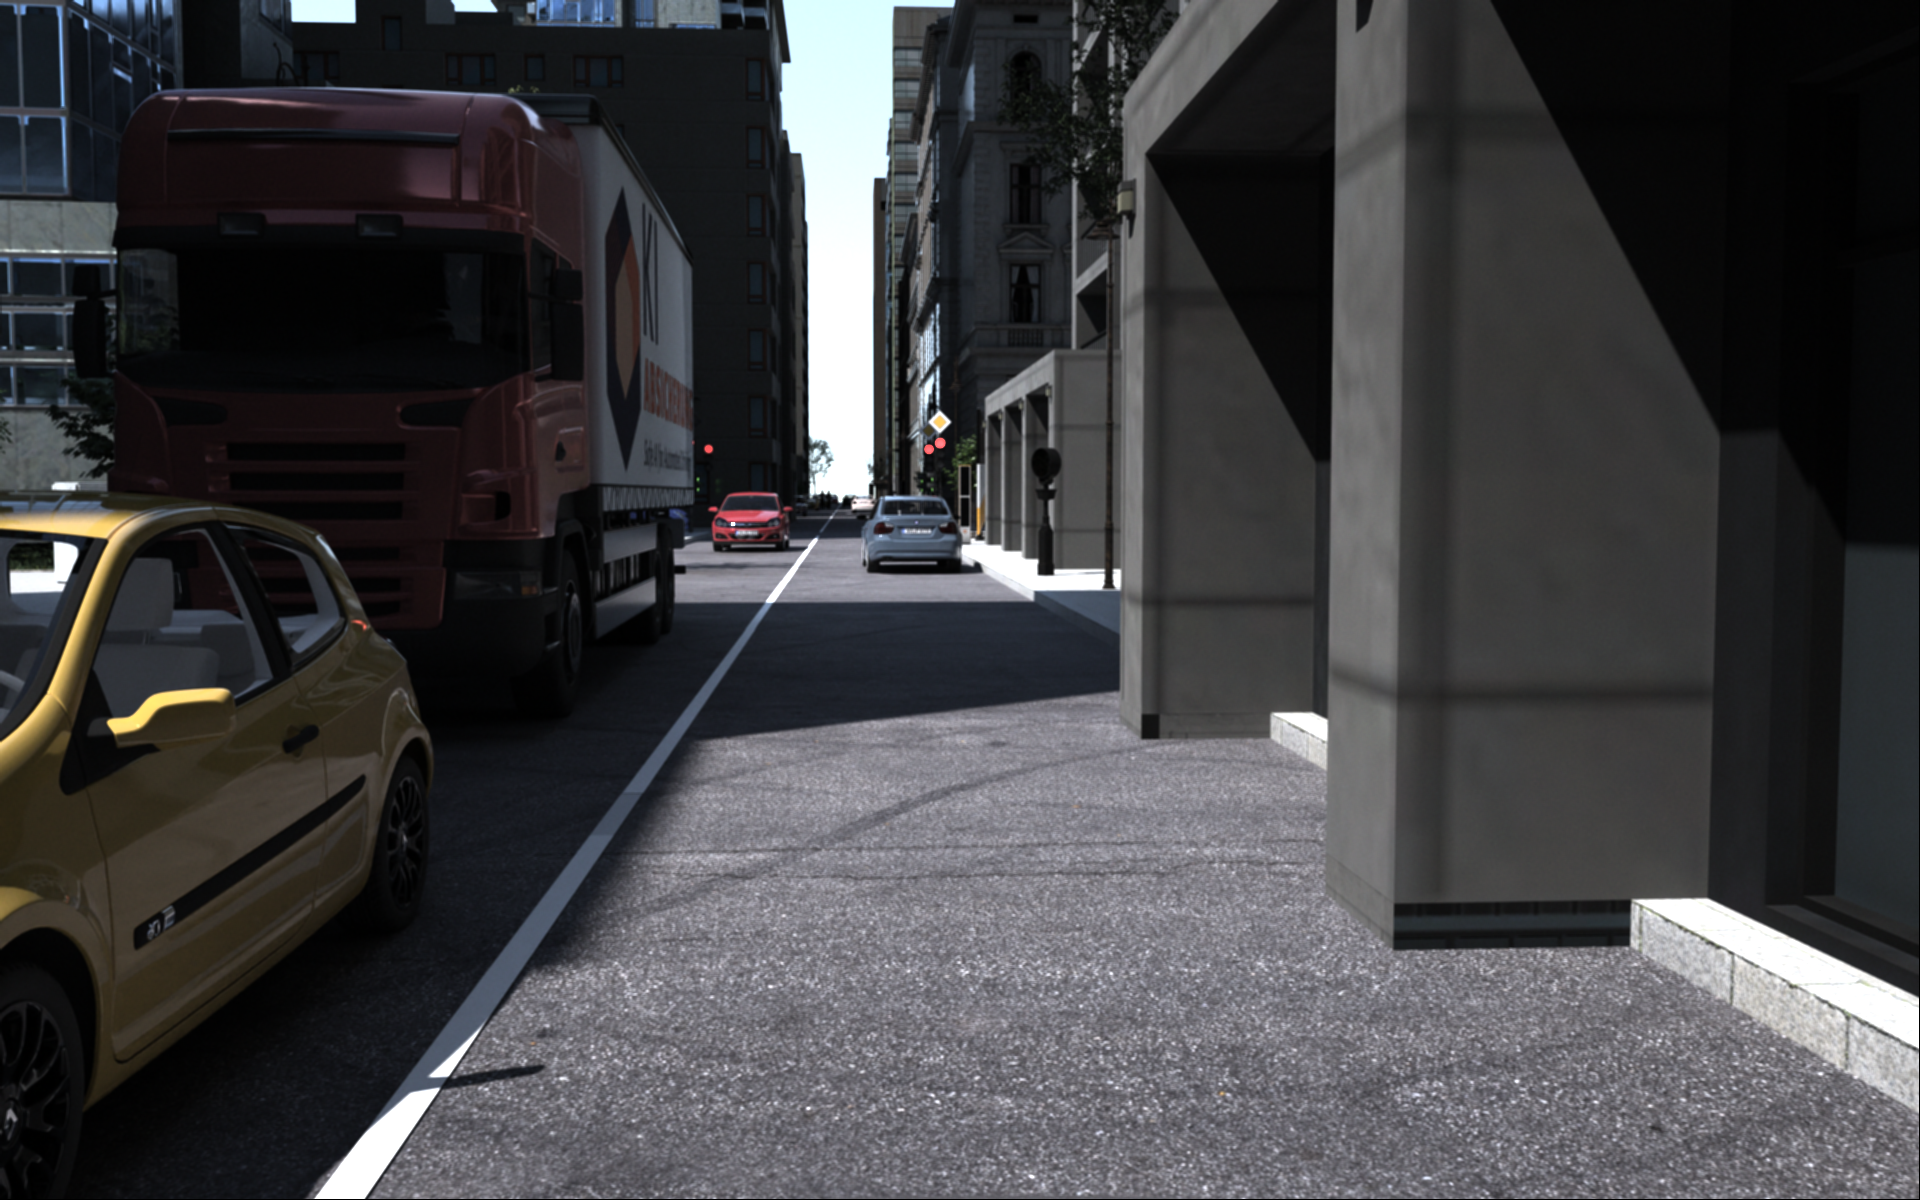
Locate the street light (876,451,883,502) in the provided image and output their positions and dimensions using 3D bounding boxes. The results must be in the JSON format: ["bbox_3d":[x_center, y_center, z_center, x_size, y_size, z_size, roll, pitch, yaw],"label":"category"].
[{"bbox_3d":[-8.317,-12.819,182.377,0.468,5.910,1.993,0,4,-4],"label":"street light"}]

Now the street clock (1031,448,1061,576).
[{"bbox_3d":[1.353,-1.387,27.250,0.358,2.002,0.471,-3,4,-37],"label":"street clock"}]

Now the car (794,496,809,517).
[{"bbox_3d":[-10.555,-5.944,109.763,1.945,1.354,3.894,0,4,-5],"label":"car"}]

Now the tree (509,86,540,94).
[{"bbox_3d":[-8.321,-4.917,30.764,4.737,8.622,4.395,0,3,0],"label":"tree"}]

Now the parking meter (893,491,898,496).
[{"bbox_3d":[-4.909,-7.510,131.191,0.372,1.533,0.369,0,3,0],"label":"parking meter"}]

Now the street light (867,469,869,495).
[{"bbox_3d":[-13.676,-17.920,265.784,0.468,5.910,1.993,0,4,-4],"label":"street light"}]

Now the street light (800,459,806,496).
[{"bbox_3d":[-20.273,-15.483,225.938,0.468,5.910,1.993,0,4,-4],"label":"street light"}]

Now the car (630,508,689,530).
[{"bbox_3d":[-11.460,-3.184,61.646,3.694,1.707,1.945,0,4,-2],"label":"car"}]

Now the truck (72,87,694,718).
[{"bbox_3d":[-3.900,-1.559,14.405,2.839,4.237,11.283,0,4,-4],"label":"truck"}]

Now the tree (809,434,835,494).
[{"bbox_3d":[-25.286,-22.899,300.150,9.928,11.665,9.643,0,3,0],"label":"tree"}]

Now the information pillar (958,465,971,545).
[{"bbox_3d":[0.117,-2.417,44.012,0.304,2.012,0.304,0,4,-4],"label":"information pillar"}]

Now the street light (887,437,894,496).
[{"bbox_3d":[-6.016,-10.695,147.652,0.468,5.910,1.993,0,4,-4],"label":"street light"}]

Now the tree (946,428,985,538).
[{"bbox_3d":[0.531,-3.438,50.809,1.663,3.219,1.824,0,3,0],"label":"tree"}]

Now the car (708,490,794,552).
[{"bbox_3d":[-5.345,-2.172,44.558,2.155,1.783,4.494,0,4,-3],"label":"car"}]

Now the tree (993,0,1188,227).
[{"bbox_3d":[3.823,-4.925,14.933,7.601,10.594,8.767,0,3,0],"label":"tree"}]

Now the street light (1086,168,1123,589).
[{"bbox_3d":[2.012,-3.086,23.241,0.468,5.910,1.993,0,4,-4],"label":"street light"}]

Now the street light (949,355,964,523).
[{"bbox_3d":[-0.133,-5.196,57.737,0.468,5.910,1.993,0,4,-4],"label":"street light"}]

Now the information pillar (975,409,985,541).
[{"bbox_3d":[0.578,-3.447,47.706,0.183,3.616,0.504,1,4,20],"label":"information pillar"}]

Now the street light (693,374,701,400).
[{"bbox_3d":[-9.956,-5.697,65.940,0.468,5.910,1.993,0,4,-4],"label":"street light"}]

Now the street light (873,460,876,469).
[{"bbox_3d":[-10.462,-14.926,216.833,0.468,5.910,1.993,0,4,-4],"label":"street light"}]

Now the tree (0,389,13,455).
[{"bbox_3d":[-20.039,-3.015,33.011,4.285,4.588,4.351,0,3,0],"label":"tree"}]

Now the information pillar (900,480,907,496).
[{"bbox_3d":[-3.011,-5.403,92.824,0.304,2.012,0.304,1,4,9],"label":"information pillar"}]

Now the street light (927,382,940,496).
[{"bbox_3d":[-1.103,-6.047,71.654,0.468,5.910,1.993,0,4,-4],"label":"street light"}]

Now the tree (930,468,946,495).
[{"bbox_3d":[0.177,-3.683,54.825,1.663,3.219,1.824,0,3,0],"label":"tree"}]

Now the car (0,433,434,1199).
[{"bbox_3d":[-2.599,0.363,4.284,2.015,1.641,3.980,0,4,-2],"label":"car"}]

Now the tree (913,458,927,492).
[{"bbox_3d":[-1.349,-5.084,77.720,1.663,3.219,1.824,0,3,0],"label":"tree"}]

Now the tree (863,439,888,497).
[{"bbox_3d":[-10.500,-16.898,226.637,4.360,8.622,3.978,0,3,0],"label":"tree"}]

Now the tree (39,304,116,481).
[{"bbox_3d":[-7.175,-1.262,15.230,1.663,3.219,1.824,0,3,0],"label":"tree"}]

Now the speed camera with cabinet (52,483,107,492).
[{"bbox_3d":[-12.279,-1.907,25.512,0.660,3.252,2.038,2,4,27],"label":"speed camera with cabinet"}]

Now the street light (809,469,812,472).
[{"bbox_3d":[-22.525,-17.582,260.248,0.468,5.910,1.993,0,4,-4],"label":"street light"}]

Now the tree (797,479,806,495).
[{"bbox_3d":[-19.843,-13.541,215.997,1.663,3.219,1.824,0,3,0],"label":"tree"}]

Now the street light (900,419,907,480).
[{"bbox_3d":[-3.449,-8.159,106.179,0.468,5.910,1.993,0,4,-4],"label":"street light"}]

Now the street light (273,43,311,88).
[{"bbox_3d":[-6.880,-2.788,18.378,0.468,5.910,1.993,0,4,-4],"label":"street light"}]
